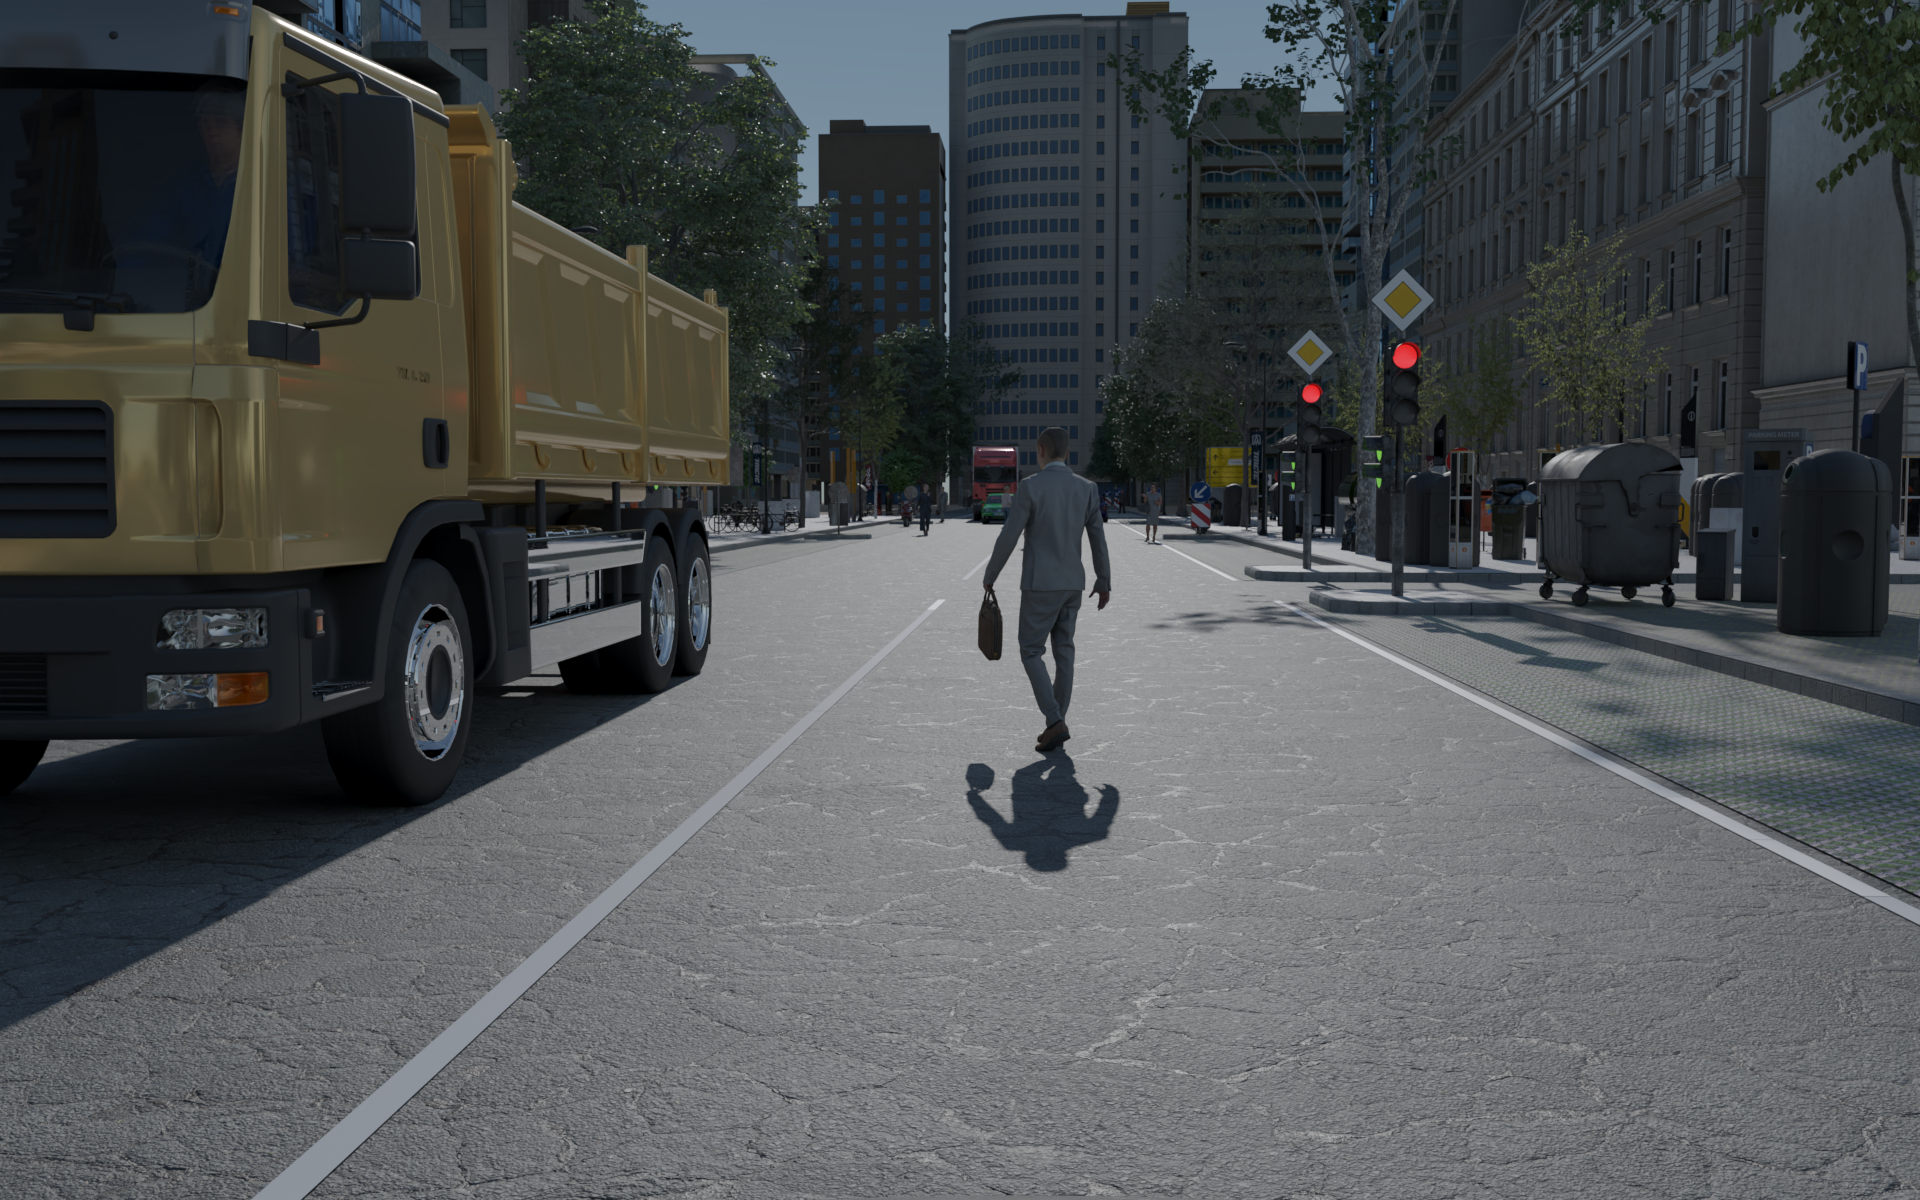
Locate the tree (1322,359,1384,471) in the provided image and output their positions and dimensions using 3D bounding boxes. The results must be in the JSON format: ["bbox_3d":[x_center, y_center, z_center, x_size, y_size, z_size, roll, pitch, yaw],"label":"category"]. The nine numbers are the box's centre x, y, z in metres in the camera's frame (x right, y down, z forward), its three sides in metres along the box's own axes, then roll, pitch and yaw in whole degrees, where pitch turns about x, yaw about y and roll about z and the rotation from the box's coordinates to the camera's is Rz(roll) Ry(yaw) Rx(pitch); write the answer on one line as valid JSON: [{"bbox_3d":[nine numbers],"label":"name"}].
[{"bbox_3d":[21.321,-8.751,93.446,4.737,8.622,4.395,0,3,0],"label":"tree"}]

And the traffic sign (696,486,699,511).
[{"bbox_3d":[-7.902,-3.185,52.174,0.768,2.556,0.104,1,4,11],"label":"traffic sign"}]

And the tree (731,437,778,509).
[{"bbox_3d":[-12.190,-7.101,99.820,4.285,4.588,4.351,0,3,0],"label":"tree"}]

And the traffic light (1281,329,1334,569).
[{"bbox_3d":[5.945,-2.491,29.653,0.839,4.253,0.868,0,4,3],"label":"traffic light"}]

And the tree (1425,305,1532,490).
[{"bbox_3d":[20.543,-7.197,68.038,4.737,8.622,4.395,0,3,0],"label":"tree"}]

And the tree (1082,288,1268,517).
[{"bbox_3d":[12.428,-11.003,96.914,9.611,12.733,9.660,0,3,0],"label":"tree"}]

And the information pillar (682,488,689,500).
[{"bbox_3d":[-15.725,-5.795,99.232,0.304,2.012,0.304,0,4,0],"label":"information pillar"}]

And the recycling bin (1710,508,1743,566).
[{"bbox_3d":[13.954,-1.136,31.132,0.722,1.027,0.722,3,5,43],"label":"recycling bin"}]

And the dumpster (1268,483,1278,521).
[{"bbox_3d":[15.665,-4.776,83.839,1.264,1.857,1.865,0,4,3],"label":"dumpster"}]

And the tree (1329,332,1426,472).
[{"bbox_3d":[18.422,-7.736,76.846,4.360,8.622,3.978,0,3,0],"label":"tree"}]

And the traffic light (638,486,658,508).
[{"bbox_3d":[-5.548,-2.531,30.297,0.839,4.253,0.868,0,4,3],"label":"traffic light"}]

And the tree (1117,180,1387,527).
[{"bbox_3d":[11.209,-9.585,67.083,12.009,13.543,11.850,0,3,0],"label":"tree"}]

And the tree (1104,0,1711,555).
[{"bbox_3d":[9.509,-11.109,37.520,12.611,20.169,13.585,0,3,0],"label":"tree"}]

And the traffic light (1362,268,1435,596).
[{"bbox_3d":[5.486,-2.004,21.681,0.839,4.253,0.868,0,4,3],"label":"traffic light"}]

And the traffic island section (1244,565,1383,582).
[{"bbox_3d":[5.984,-0.458,29.765,2.009,0.180,2.903,0,4,3],"label":"traffic island section"}]

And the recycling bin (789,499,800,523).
[{"bbox_3d":[-7.434,-3.994,77.857,0.722,1.027,0.722,0,4,8],"label":"recycling bin"}]

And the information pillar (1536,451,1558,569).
[{"bbox_3d":[10.032,-1.536,29.609,0.304,2.012,0.304,1,4,13],"label":"information pillar"}]

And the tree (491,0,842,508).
[{"bbox_3d":[-7.872,-8.392,43.869,9.857,13.997,8.962,0,3,0],"label":"tree"}]

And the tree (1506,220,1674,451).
[{"bbox_3d":[17.085,-5.937,47.432,4.360,8.622,3.978,0,3,0],"label":"tree"}]

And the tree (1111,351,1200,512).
[{"bbox_3d":[14.310,-12.385,120.616,7.486,12.596,7.792,0,3,0],"label":"tree"}]

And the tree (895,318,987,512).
[{"bbox_3d":[-2.699,-13.309,124.258,9.857,13.997,8.962,0,3,0],"label":"tree"}]

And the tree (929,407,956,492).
[{"bbox_3d":[-1.770,-11.619,140.325,4.737,8.622,4.395,0,3,0],"label":"tree"}]

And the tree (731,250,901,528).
[{"bbox_3d":[-5.693,-8.020,65.539,7.601,10.594,8.767,-2,4,-28],"label":"tree"}]

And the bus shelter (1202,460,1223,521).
[{"bbox_3d":[12.506,-5.315,80.816,2.014,3.302,5.546,0,4,3],"label":"bus shelter"}]

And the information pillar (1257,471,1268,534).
[{"bbox_3d":[9.677,-3.114,55.403,0.304,2.012,0.304,1,4,16],"label":"information pillar"}]

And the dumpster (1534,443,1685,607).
[{"bbox_3d":[7.625,-0.893,20.365,1.264,1.857,1.865,0,4,3],"label":"dumpster"}]

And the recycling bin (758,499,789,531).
[{"bbox_3d":[-6.661,-2.983,61.328,0.722,1.027,0.722,-3,5,-41],"label":"recycling bin"}]

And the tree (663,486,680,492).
[{"bbox_3d":[-15.132,-6.313,86.931,4.285,4.588,4.351,0,3,0],"label":"tree"}]

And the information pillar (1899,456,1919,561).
[{"bbox_3d":[18.358,-1.770,33.428,0.304,2.012,0.304,1,4,11],"label":"information pillar"}]

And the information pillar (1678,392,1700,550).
[{"bbox_3d":[16.784,-2.967,39.868,0.183,3.616,0.504,-1,4,-20],"label":"information pillar"}]

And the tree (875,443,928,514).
[{"bbox_3d":[-3.750,-7.783,110.961,4.285,4.588,4.351,0,3,0],"label":"tree"}]

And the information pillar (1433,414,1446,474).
[{"bbox_3d":[14.125,-3.648,51.001,0.183,3.616,0.504,-1,4,-21],"label":"information pillar"}]

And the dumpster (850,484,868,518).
[{"bbox_3d":[-5.768,-5.447,94.825,1.264,1.857,1.865,0,4,3],"label":"dumpster"}]

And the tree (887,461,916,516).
[{"bbox_3d":[-3.576,-6.498,100.842,1.663,3.219,1.824,0,3,0],"label":"tree"}]

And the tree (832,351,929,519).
[{"bbox_3d":[-4.462,-8.515,89.589,4.737,8.622,4.395,0,3,0],"label":"tree"}]

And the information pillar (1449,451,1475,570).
[{"bbox_3d":[8.550,-1.531,29.527,0.304,2.012,0.304,-1,4,-9],"label":"information pillar"}]

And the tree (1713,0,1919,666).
[{"bbox_3d":[7.233,-3.796,12.427,4.737,8.622,4.395,0,3,0],"label":"tree"}]

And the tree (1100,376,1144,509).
[{"bbox_3d":[15.965,-13.873,152.579,9.928,11.665,9.643,0,3,0],"label":"tree"}]

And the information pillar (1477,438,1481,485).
[{"bbox_3d":[21.563,-4.936,72.053,0.183,3.616,0.504,1,4,21],"label":"information pillar"}]

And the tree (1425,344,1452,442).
[{"bbox_3d":[21.166,-8.055,82.058,4.360,8.622,3.978,0,3,0],"label":"tree"}]

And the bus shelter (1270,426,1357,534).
[{"bbox_3d":[11.091,-3.697,54.374,2.014,3.302,5.546,0,4,3],"label":"bus shelter"}]

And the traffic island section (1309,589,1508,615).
[{"bbox_3d":[5.525,0.030,21.793,2.009,0.180,2.903,0,4,3],"label":"traffic island section"}]

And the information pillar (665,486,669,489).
[{"bbox_3d":[-17.454,-6.066,103.668,0.304,2.012,0.304,2,4,33],"label":"information pillar"}]

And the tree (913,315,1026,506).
[{"bbox_3d":[1.270,-19.887,181.034,12.611,20.169,13.585,0,3,0],"label":"tree"}]

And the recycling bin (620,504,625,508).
[{"bbox_3d":[-8.783,-1.854,42.871,0.722,1.027,0.722,3,4,38],"label":"recycling bin"}]

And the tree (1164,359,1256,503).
[{"bbox_3d":[12.361,-8.300,86.068,4.737,8.622,4.395,0,3,0],"label":"tree"}]
